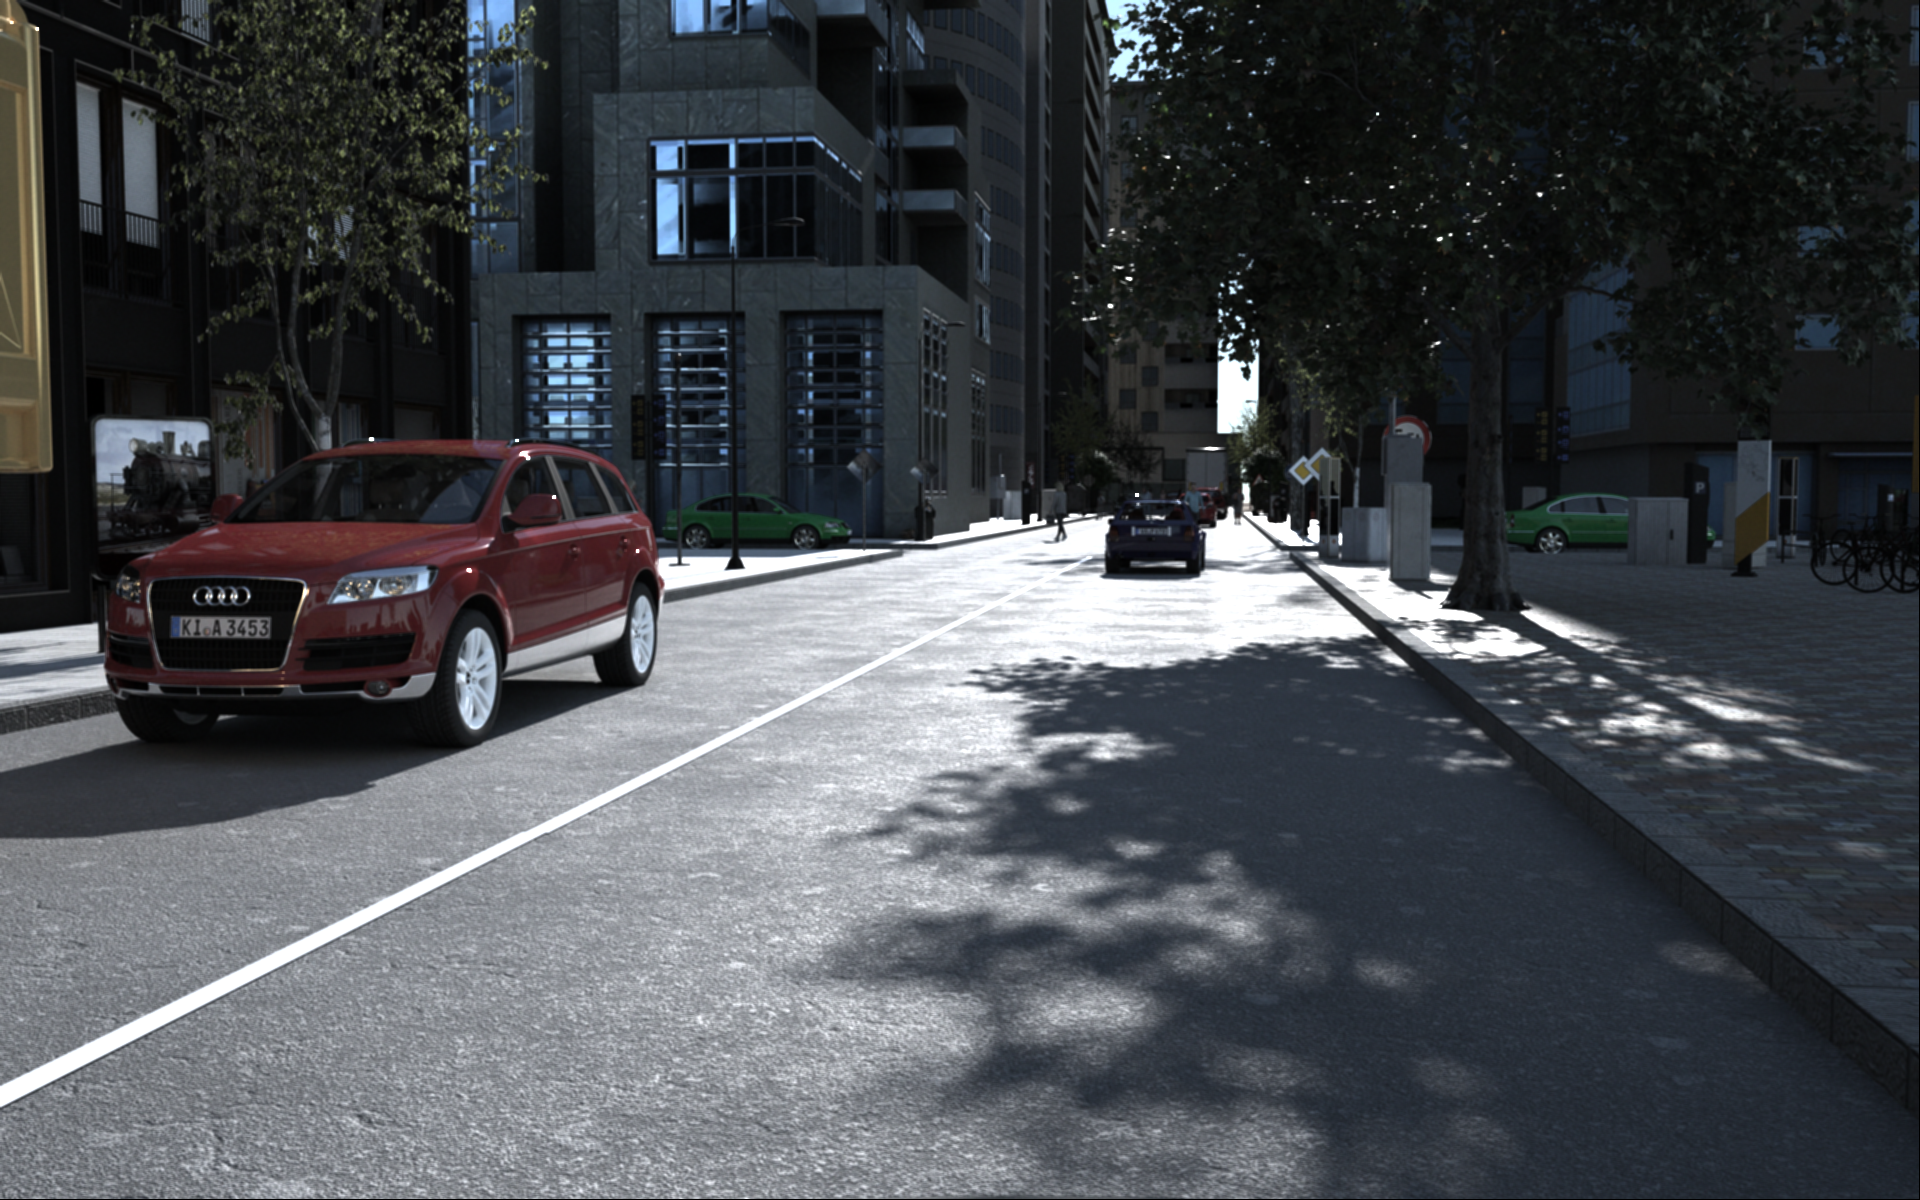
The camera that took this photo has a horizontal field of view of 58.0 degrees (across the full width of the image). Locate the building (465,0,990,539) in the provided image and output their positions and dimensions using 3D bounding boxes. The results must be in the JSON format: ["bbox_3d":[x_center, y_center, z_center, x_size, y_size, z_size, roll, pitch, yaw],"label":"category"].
[{"bbox_3d":[-9.956,-45.918,63.429,22.319,86.520,31.000,1,4,8],"label":"building"}]

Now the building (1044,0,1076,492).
[{"bbox_3d":[-1.497,-42.397,131.442,20.563,71.187,20.611,1,4,8],"label":"building"}]

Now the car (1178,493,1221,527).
[{"bbox_3d":[10.386,-4.116,76.333,2.155,1.783,4.494,1,4,10],"label":"car"}]

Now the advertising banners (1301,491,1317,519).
[{"bbox_3d":[17.778,-5.583,87.462,2.074,3.025,0.090,2,4,33],"label":"advertising banners"}]

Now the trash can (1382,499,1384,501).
[{"bbox_3d":[11.933,-2.188,47.431,0.748,1.137,0.748,0,3,0],"label":"trash can"}]

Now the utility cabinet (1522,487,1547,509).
[{"bbox_3d":[17.597,-2.714,53.052,0.318,1.500,1.173,0,4,-3],"label":"utility cabinet"}]

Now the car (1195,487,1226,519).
[{"bbox_3d":[14.201,-5.572,99.772,2.281,1.827,5.304,0,4,7],"label":"car"}]

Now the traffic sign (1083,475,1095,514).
[{"bbox_3d":[8.440,-6.939,113.557,0.768,2.556,0.104,1,4,10],"label":"traffic sign"}]

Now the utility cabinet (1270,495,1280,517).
[{"bbox_3d":[16.671,-4.927,91.723,0.306,1.237,1.020,2,4,26],"label":"utility cabinet"}]

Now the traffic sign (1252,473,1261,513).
[{"bbox_3d":[18.664,-6.611,108.092,0.884,2.594,0.081,1,4,10],"label":"traffic sign"}]

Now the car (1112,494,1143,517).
[{"bbox_3d":[9.966,-5.604,101.405,2.009,1.686,4.222,1,4,9],"label":"car"}]

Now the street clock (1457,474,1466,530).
[{"bbox_3d":[17.967,-3.499,61.786,0.471,2.002,0.358,-3,4,-39],"label":"street clock"}]

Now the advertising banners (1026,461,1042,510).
[{"bbox_3d":[4.510,-5.852,91.860,2.074,3.025,0.090,0,4,-1],"label":"advertising banners"}]

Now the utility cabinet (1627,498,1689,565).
[{"bbox_3d":[12.639,-1.236,31.365,1.020,1.237,0.306,-1,4,-9],"label":"utility cabinet"}]

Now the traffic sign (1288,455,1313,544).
[{"bbox_3d":[8.883,-2.520,44.840,0.795,2.450,0.064,1,4,8],"label":"traffic sign"}]

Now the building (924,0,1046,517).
[{"bbox_3d":[-6.805,-34.236,101.764,21.231,58.520,28.212,1,4,8],"label":"building"}]

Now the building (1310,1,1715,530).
[{"bbox_3d":[22.241,-25.820,72.275,14.600,45.320,14.200,1,4,8],"label":"building"}]

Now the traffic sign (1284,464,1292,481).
[{"bbox_3d":[13.820,-4.389,71.860,0.768,2.556,0.104,1,4,12],"label":"traffic sign"}]

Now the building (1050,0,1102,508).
[{"bbox_3d":[1.090,-32.376,153.046,21.300,48.544,21.600,1,4,8],"label":"building"}]

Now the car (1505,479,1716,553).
[{"bbox_3d":[14.828,-1.895,39.788,4.718,1.807,1.959,0,4,8],"label":"car"}]

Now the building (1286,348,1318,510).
[{"bbox_3d":[39.451,-17.535,131.739,27.650,21.520,28.899,1,4,8],"label":"building"}]

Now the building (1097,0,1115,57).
[{"bbox_3d":[1.752,-36.192,180.983,27.495,52.752,28.713,1,4,8],"label":"building"}]

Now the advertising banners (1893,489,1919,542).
[{"bbox_3d":[24.704,-2.933,44.138,0.090,3.025,2.074,-3,4,-39],"label":"advertising banners"}]

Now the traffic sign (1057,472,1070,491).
[{"bbox_3d":[5.878,-6.009,98.352,0.768,2.556,0.104,1,4,14],"label":"traffic sign"}]

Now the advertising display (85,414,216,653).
[{"bbox_3d":[-6.619,-0.551,14.229,0.974,1.923,0.123,-3,5,-43],"label":"advertising display"}]

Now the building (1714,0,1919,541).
[{"bbox_3d":[26.919,-24.596,52.261,14.200,45.320,14.600,1,4,8],"label":"building"}]

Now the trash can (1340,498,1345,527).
[{"bbox_3d":[14.527,-3.387,67.034,0.748,1.137,0.748,0,3,0],"label":"trash can"}]

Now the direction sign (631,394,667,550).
[{"bbox_3d":[-7.087,-2.905,39.489,0.876,3.537,0.379,1,4,18],"label":"direction sign"}]

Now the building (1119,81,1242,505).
[{"bbox_3d":[22.151,-38.623,220.719,27.495,52.752,28.713,1,4,8],"label":"building"}]

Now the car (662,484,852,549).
[{"bbox_3d":[-5.085,-2.126,43.563,4.718,1.807,1.959,0,4,7],"label":"car"}]

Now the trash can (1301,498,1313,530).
[{"bbox_3d":[12.394,-3.124,62.739,0.748,1.137,0.748,0,3,0],"label":"trash can"}]

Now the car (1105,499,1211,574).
[{"bbox_3d":[3.716,-1.223,32.573,1.945,1.354,3.894,1,4,10],"label":"car"}]

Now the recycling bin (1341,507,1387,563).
[{"bbox_3d":[7.685,-1.229,32.642,0.722,1.027,0.722,-2,4,-34],"label":"recycling bin"}]

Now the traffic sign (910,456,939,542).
[{"bbox_3d":[-0.951,-2.610,46.316,0.795,2.450,0.064,1,4,8],"label":"traffic sign"}]

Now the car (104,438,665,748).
[{"bbox_3d":[-3.535,-0.177,11.567,2.281,1.827,5.304,0,4,7],"label":"car"}]

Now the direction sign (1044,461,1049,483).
[{"bbox_3d":[5.714,-7.732,118.412,0.876,3.537,0.379,-2,4,-33],"label":"direction sign"}]

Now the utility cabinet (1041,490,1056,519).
[{"bbox_3d":[4.543,-4.772,86.706,0.318,1.500,1.173,-2,4,-35],"label":"utility cabinet"}]

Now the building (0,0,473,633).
[{"bbox_3d":[-14.468,-11.530,18.198,12.332,23.373,15.834,1,4,8],"label":"building"}]

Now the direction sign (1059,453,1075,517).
[{"bbox_3d":[5.877,-6.330,95.489,0.876,3.537,0.379,0,4,-7],"label":"direction sign"}]

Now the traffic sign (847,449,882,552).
[{"bbox_3d":[-2.125,-2.127,38.418,0.795,2.450,0.064,1,4,8],"label":"traffic sign"}]

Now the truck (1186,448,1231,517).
[{"bbox_3d":[16.082,-7.539,112.182,2.839,4.237,11.283,1,4,10],"label":"truck"}]

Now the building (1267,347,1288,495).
[{"bbox_3d":[42.868,-33.906,178.063,21.300,48.544,21.600,1,4,8],"label":"building"}]

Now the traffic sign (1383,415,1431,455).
[{"bbox_3d":[7.243,-1.715,28.141,0.768,2.556,0.104,1,4,9],"label":"traffic sign"}]

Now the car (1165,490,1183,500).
[{"bbox_3d":[21.366,-10.003,172.228,2.281,1.827,5.304,0,4,7],"label":"car"}]

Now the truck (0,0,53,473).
[{"bbox_3d":[-5.068,-0.337,1.434,3.469,3.379,9.791,1,4,8],"label":"truck"}]

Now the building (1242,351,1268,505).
[{"bbox_3d":[49.394,-34.126,212.576,28.867,44.769,22.147,1,4,8],"label":"building"}]

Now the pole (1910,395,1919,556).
[{"bbox_3d":[19.800,-2.569,35.846,0.158,3.312,0.155,0,3,0],"label":"pole"}]

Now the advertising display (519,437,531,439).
[{"bbox_3d":[-4.973,-0.902,19.959,0.123,1.923,0.974,-1,4,-10],"label":"advertising display"}]

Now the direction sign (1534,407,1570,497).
[{"bbox_3d":[15.415,-3.251,45.147,0.876,3.537,0.379,0,4,8],"label":"direction sign"}]

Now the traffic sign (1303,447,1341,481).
[{"bbox_3d":[7.709,-2.037,36.941,0.795,2.450,0.064,1,4,8],"label":"traffic sign"}]

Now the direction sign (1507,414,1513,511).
[{"bbox_3d":[15.769,-3.531,49.726,0.379,3.537,0.876,1,4,10],"label":"direction sign"}]
